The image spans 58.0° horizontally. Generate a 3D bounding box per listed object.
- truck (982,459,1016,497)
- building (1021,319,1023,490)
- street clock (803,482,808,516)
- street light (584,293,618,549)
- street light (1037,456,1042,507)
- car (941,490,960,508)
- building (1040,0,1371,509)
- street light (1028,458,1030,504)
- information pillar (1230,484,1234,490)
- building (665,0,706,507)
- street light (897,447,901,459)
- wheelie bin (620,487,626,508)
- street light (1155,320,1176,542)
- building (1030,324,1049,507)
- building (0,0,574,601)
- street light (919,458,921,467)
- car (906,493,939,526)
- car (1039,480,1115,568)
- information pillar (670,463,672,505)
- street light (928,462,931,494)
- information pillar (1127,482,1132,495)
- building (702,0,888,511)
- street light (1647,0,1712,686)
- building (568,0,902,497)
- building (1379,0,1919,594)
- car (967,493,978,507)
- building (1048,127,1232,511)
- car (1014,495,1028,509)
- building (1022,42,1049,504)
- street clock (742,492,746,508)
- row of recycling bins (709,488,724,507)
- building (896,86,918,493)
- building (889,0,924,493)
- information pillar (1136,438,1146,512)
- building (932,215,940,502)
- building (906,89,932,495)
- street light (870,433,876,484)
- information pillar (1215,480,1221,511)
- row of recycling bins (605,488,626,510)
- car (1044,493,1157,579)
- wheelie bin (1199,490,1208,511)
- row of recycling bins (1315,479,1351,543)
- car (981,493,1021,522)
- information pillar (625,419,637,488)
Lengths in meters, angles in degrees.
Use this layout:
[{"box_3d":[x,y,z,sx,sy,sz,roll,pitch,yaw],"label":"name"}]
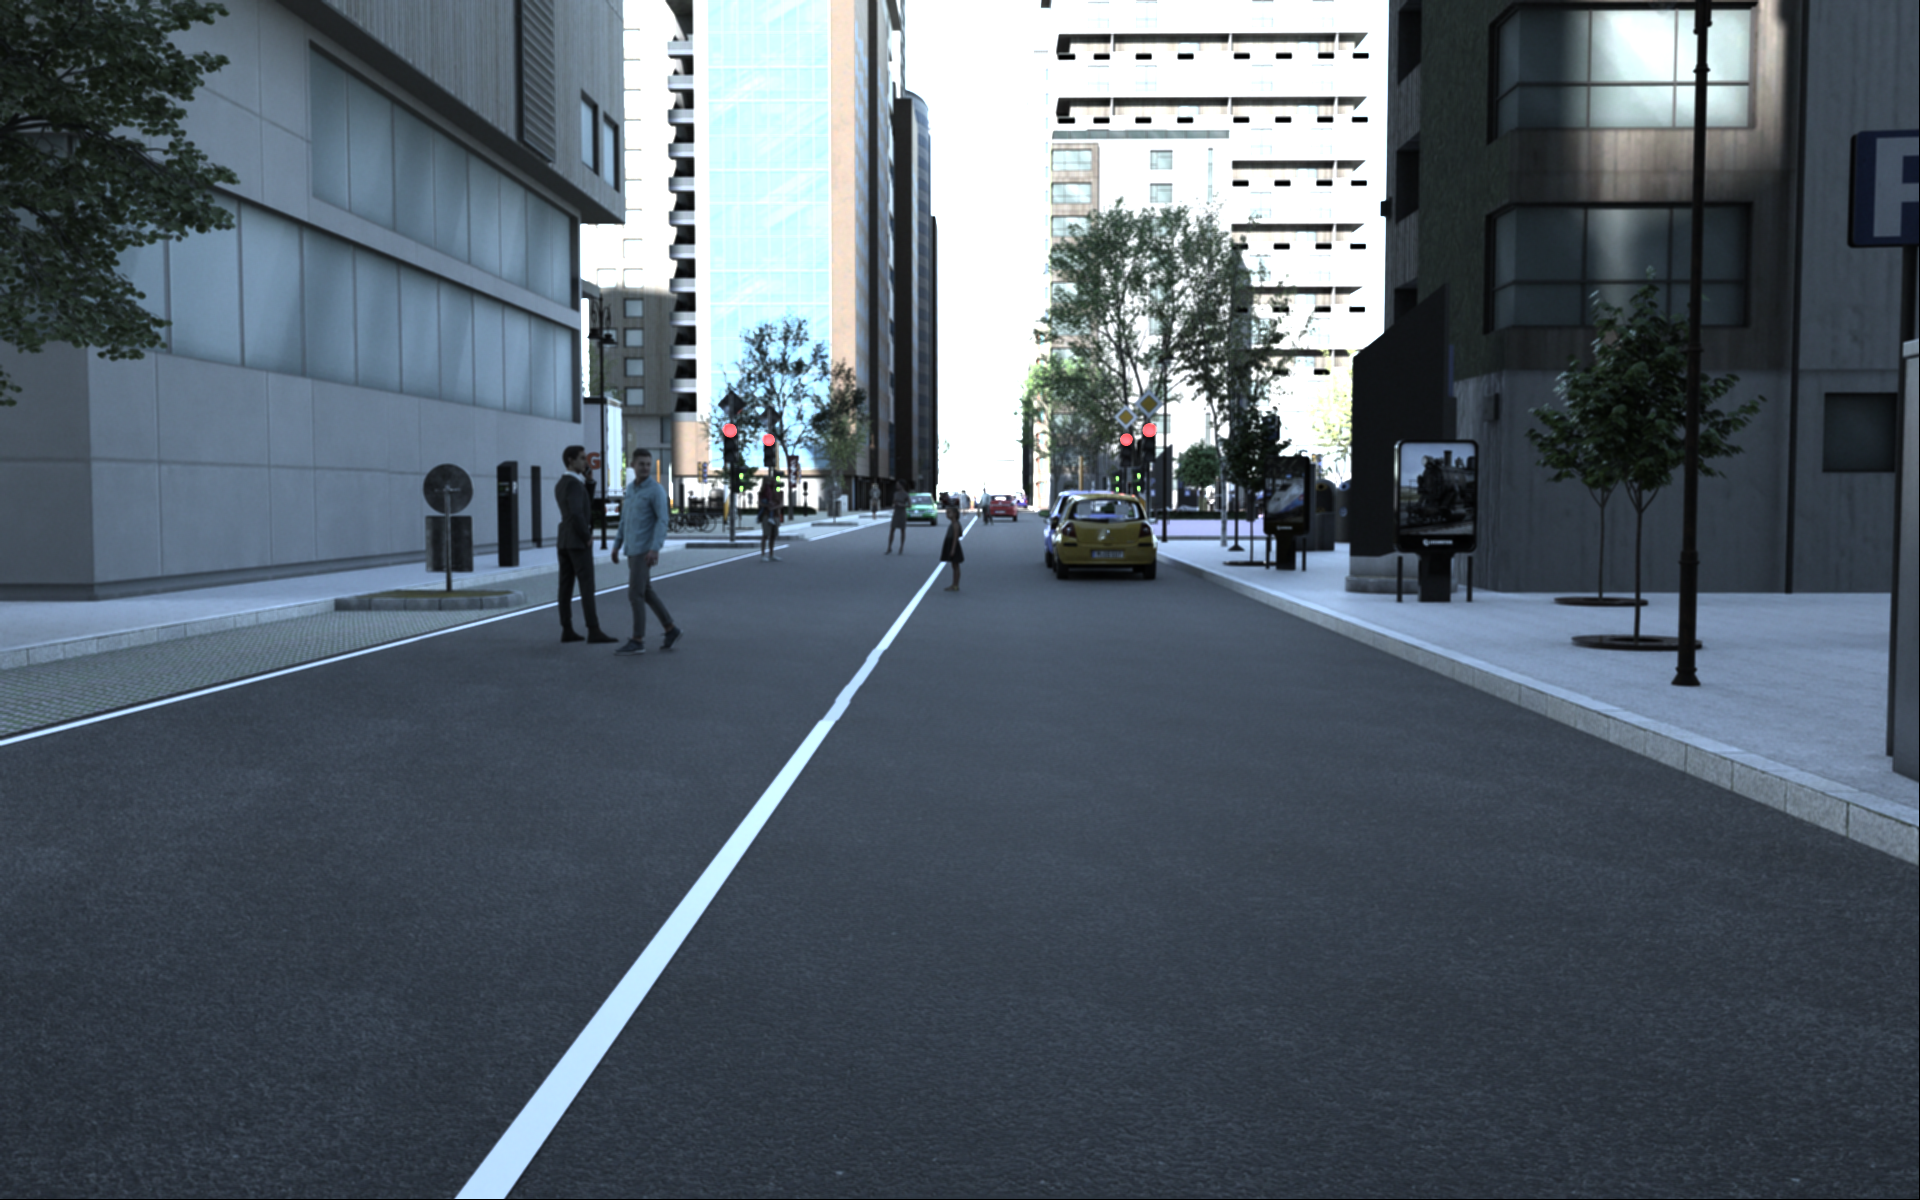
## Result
[{"box_3d":[3.289,-9.537,144.850,2.839,4.237,11.283,0,4,1],"label":"truck"},{"box_3d":[17.011,-31.209,281.960,14.160,30.474,14.107,0,4,1],"label":"building"},{"box_3d":[-8.931,-5.844,100.112,0.358,2.002,0.471,0,4,0],"label":"street clock"},{"box_3d":[-8.269,-4.114,40.051,0.468,5.910,1.993,0,4,1],"label":"street light"},{"box_3d":[7.921,-12.178,171.905,0.468,5.910,1.993,0,4,1],"label":"street light"},{"box_3d":[-0.813,-10.222,175.799,2.281,1.827,5.304,0,3,0],"label":"car"},{"box_3d":[22.046,-34.934,160.412,28.713,52.752,27.495,0,4,1],"label":"building"},{"box_3d":[8.865,-15.192,221.182,0.468,5.910,1.993,0,4,1],"label":"street light"},{"box_3d":[16.159,-6.815,102.782,0.183,3.616,0.504,-1,4,-12],"label":"information pillar"},{"box_3d":[-14.584,-29.749,136.505,14.600,45.320,14.200,0,4,1],"label":"building"},{"box_3d":[-5.866,-11.835,166.285,0.468,5.910,1.993,0,4,1],"label":"street light"},{"box_3d":[-14.203,-4.088,74.742,0.980,1.594,0.693,3,4,38],"label":"wheelie bin"},{"box_3d":[5.459,-4.483,46.085,0.468,5.910,1.993,0,4,1],"label":"street light"},{"box_3d":[21.840,-21.131,190.537,27.650,21.520,28.899,0,4,1],"label":"building"},{"box_3d":[-22.323,-27.152,33.181,27.495,52.752,28.713,0,4,1],"label":"building"},{"box_3d":[-4.973,-14.789,214.592,0.468,5.910,1.993,0,4,1],"label":"street light"},{"box_3d":[-1.945,-4.318,79.388,1.959,1.807,4.718,0,3,0],"label":"car"},{"box_3d":[2.566,-1.554,35.004,1.945,1.707,3.694,0,4,2],"label":"car"},{"box_3d":[-21.613,-8.451,129.532,0.183,3.616,0.504,-1,4,-19],"label":"information pillar"},{"box_3d":[-4.384,-16.860,248.445,0.468,5.910,1.993,0,4,1],"label":"street light"},{"box_3d":[10.428,-6.234,106.414,0.304,2.012,0.304,1,4,17],"label":"information pillar"},{"box_3d":[-13.557,-30.615,150.661,14.600,45.320,14.200,0,4,1],"label":"building"},{"box_3d":[4.881,-2.366,11.468,0.468,5.910,1.993,0,4,1],"label":"street light"},{"box_3d":[-20.608,-35.605,171.380,28.713,52.752,27.495,0,4,1],"label":"building"},{"box_3d":[14.194,-15.696,28.325,14.160,30.474,14.107,0,4,1],"label":"building"},{"box_3d":[1.025,-10.801,186.191,1.945,1.707,3.694,0,4,1],"label":"car"},{"box_3d":[14.165,-22.555,140.475,14.160,30.474,14.107,0,4,1],"label":"building"},{"box_3d":[5.618,-9.403,166.312,1.945,1.354,3.894,0,4,0],"label":"car"},{"box_3d":[19.627,-42.160,231.315,21.231,58.520,28.212,0,4,1],"label":"building"},{"box_3d":[-16.207,-7.670,129.970,0.358,2.002,0.471,-1,4,-11],"label":"street clock"},{"box_3d":[-17.598,-7.245,125.570,1.069,1.692,3.534,0,4,-3],"label":"row of recycling bins"},{"box_3d":[-11.885,-33.179,192.585,14.600,45.320,14.200,0,4,1],"label":"building"},{"box_3d":[-15.125,-48.005,223.137,20.563,71.187,20.611,0,4,1],"label":"building"},{"box_3d":[6.788,-4.459,64.256,0.504,3.616,0.183,0,4,3],"label":"information pillar"},{"box_3d":[-10.396,-37.907,269.892,14.600,45.320,14.200,0,4,1],"label":"building"},{"box_3d":[-14.996,-43.187,248.101,21.231,58.520,28.212,0,4,1],"label":"building"},{"box_3d":[-6.641,-9.733,131.916,0.468,5.910,1.993,0,4,1],"label":"street light"},{"box_3d":[13.367,-5.187,89.302,0.304,2.012,0.304,-1,4,-12],"label":"information pillar"},{"box_3d":[-25.529,-7.294,126.372,3.534,1.692,1.069,3,5,40],"label":"row of recycling bins"},{"box_3d":[2.508,-1.249,30.643,2.015,1.641,3.980,0,4,2],"label":"car"},{"box_3d":[17.828,-7.285,127.013,0.980,1.594,0.693,-2,4,-32],"label":"wheelie bin"},{"box_3d":[10.609,-2.350,45.537,1.069,1.692,3.534,-3,4,-37],"label":"row of recycling bins"},{"box_3d":[2.144,-5.054,91.681,2.155,1.783,4.494,0,4,2],"label":"car"},{"box_3d":[-10.352,-3.861,54.478,0.183,3.616,0.504,2,4,27],"label":"information pillar"}]
